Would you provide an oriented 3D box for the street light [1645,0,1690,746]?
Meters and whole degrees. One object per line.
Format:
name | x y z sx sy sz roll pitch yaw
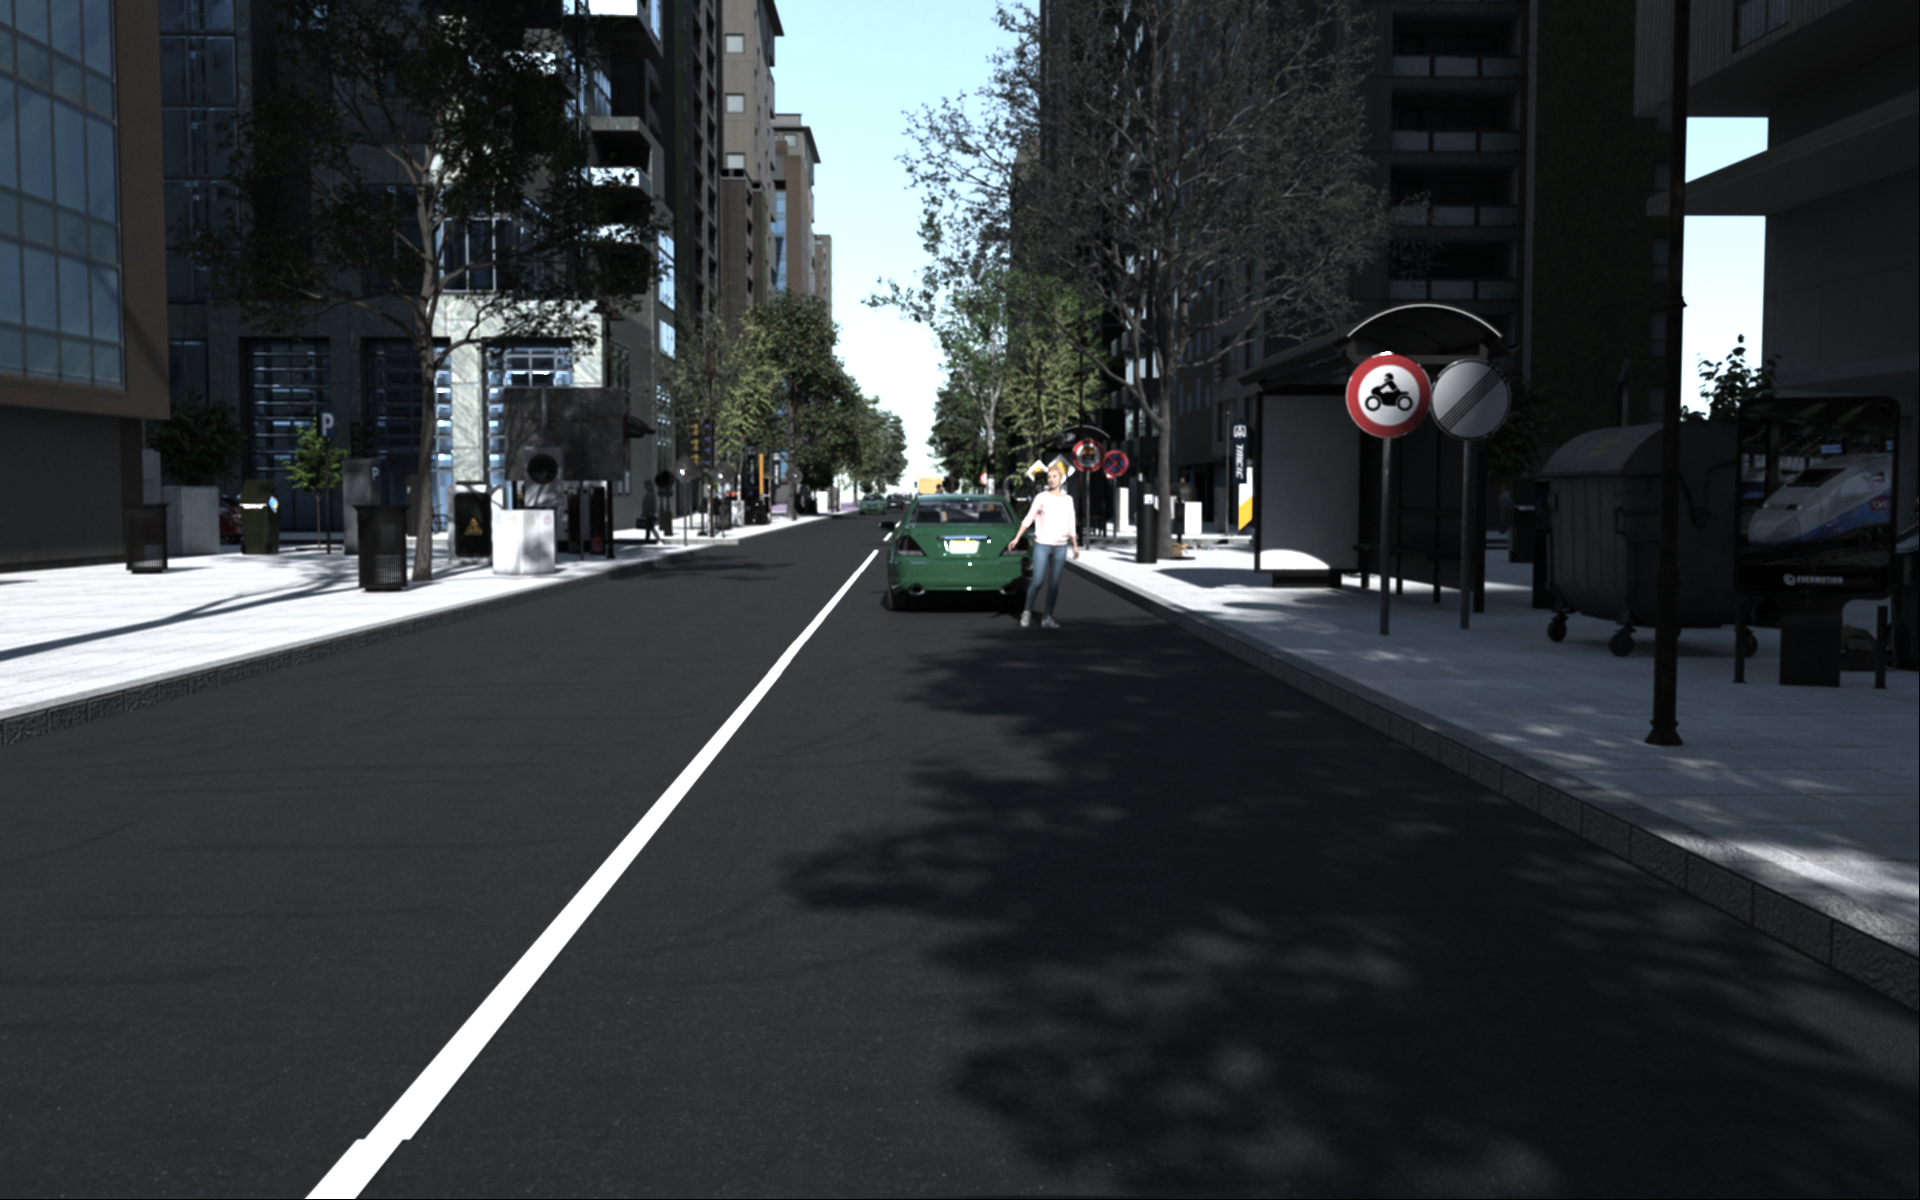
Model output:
street light | 3.621 -2.198 8.731 0.468 5.910 1.993 0 4 -1

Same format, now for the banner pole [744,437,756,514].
banner pole | -9.167 -5.226 75.464 0.863 3.779 0.401 3 5 41

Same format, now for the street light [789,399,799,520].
street light | -8.059 -6.837 84.569 0.468 5.910 1.993 0 4 -1

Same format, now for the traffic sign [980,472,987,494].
traffic sign | 1.522 -6.028 98.662 0.768 2.556 0.104 0 4 4

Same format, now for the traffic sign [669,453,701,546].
traffic sign | -6.731 -2.372 42.429 0.795 2.450 0.064 0 4 -1

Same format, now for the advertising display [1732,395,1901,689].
advertising display | 5.693 -0.388 11.554 0.974 1.923 0.123 2 4 25

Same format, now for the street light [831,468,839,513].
street light | -8.759 -8.932 118.821 0.468 5.910 1.993 0 4 -1

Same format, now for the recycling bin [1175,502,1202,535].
recycling bin | 7.190 -2.569 54.550 0.722 1.027 0.722 0 4 -3

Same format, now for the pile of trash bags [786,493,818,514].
pile of trash bags | -10.463 -6.362 113.778 1.912 1.369 3.447 -1 4 -13

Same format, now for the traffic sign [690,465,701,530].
traffic sign | -9.604 -3.773 61.801 0.768 2.556 0.104 0 4 4

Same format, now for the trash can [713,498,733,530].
trash can | -8.459 -3.071 61.871 0.748 1.137 0.748 0 3 0

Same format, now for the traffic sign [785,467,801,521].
traffic sign | -7.932 -5.028 82.309 0.768 2.556 0.104 0 4 5

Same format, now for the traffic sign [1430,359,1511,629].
traffic sign | 4.814 -0.999 16.442 0.768 2.556 0.104 0 4 0

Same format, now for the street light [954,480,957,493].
street light | -0.707 -14.893 216.280 0.468 5.910 1.993 0 4 -1

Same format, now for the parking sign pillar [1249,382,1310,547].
parking sign pillar | 7.778 -3.277 42.045 1.447 3.967 1.447 0 3 0

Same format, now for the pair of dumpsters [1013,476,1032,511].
pair of dumpsters | 3.848 -5.717 95.959 1.574 2.255 4.437 0 4 -1

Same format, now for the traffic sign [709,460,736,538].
traffic sign | -6.898 -2.861 50.412 0.795 2.450 0.064 0 4 -1

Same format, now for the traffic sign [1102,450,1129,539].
traffic sign | 4.462 -3.042 49.847 0.768 2.556 0.104 0 4 5

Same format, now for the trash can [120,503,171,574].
trash can | -13.126 -0.996 27.938 0.748 1.137 0.748 0 3 0

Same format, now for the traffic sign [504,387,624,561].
traffic sign | -7.552 -2.396 33.045 2.265 3.308 0.079 0 3 0

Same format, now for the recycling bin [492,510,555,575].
recycling bin | -6.986 -0.928 27.735 0.722 1.027 0.722 3 4 36

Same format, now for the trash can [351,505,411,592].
trash can | -7.589 -0.679 22.758 0.748 1.137 0.748 0 3 0

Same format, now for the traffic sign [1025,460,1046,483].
traffic sign | 2.295 -2.871 50.583 0.795 2.450 0.064 0 4 -1

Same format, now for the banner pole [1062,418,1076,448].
banner pole | 3.544 -4.084 56.793 0.401 3.779 0.863 -3 4 -36

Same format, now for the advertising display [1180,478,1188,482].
advertising display | 8.965 -3.928 69.443 0.123 1.923 0.974 0 4 -3

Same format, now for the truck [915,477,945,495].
truck | -3.399 -12.250 196.210 3.469 3.379 9.791 0 4 -2

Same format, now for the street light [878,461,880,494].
street light | -11.353 -16.588 244.005 0.468 5.910 1.993 0 4 -1

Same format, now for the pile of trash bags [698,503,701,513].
pile of trash bags | -15.709 -6.388 114.199 3.447 1.369 1.912 3 5 45

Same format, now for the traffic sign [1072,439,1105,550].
traffic sign | 2.950 -2.435 39.911 0.768 2.556 0.104 0 4 1

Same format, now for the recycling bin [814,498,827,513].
recycling bin | -9.356 -6.341 116.221 0.722 1.027 0.722 -1 4 -16

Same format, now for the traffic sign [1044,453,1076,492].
traffic sign | 2.461 -2.383 42.599 0.795 2.450 0.064 0 4 -1

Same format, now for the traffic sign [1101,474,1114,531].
traffic sign | 4.936 -3.695 60.420 0.884 2.594 0.081 0 4 3

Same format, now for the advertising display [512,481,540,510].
advertising display | -10.470 -2.241 41.858 0.123 1.923 0.974 1 4 23

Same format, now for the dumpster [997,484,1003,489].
dumpster | 2.872 -7.411 123.671 1.502 2.255 1.985 0 4 -1

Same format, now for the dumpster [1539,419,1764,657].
dumpster | 5.711 -0.523 14.308 1.264 1.857 1.865 0 4 -1

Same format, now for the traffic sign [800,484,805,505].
traffic sign | -10.384 -7.070 115.695 0.768 2.556 0.104 0 4 7

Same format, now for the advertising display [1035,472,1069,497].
advertising display | 2.667 -2.763 50.386 0.974 1.923 0.123 0 4 -2

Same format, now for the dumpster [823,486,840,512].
dumpster | -9.177 -7.175 123.077 1.264 1.857 1.865 0 4 -1

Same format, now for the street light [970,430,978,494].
street light | 1.121 -9.330 125.333 0.468 5.910 1.993 0 4 -1

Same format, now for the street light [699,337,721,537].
street light | -7.351 -4.794 51.163 0.468 5.910 1.993 0 4 -1

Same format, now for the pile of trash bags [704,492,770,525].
pile of trash bags | -9.006 -3.754 71.134 1.912 1.369 3.447 0 4 7

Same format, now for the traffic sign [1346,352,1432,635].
traffic sign | 3.868 -0.954 15.705 0.768 2.556 0.104 0 4 4

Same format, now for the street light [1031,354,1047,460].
street light | 2.601 -5.166 57.259 0.468 5.910 1.993 0 4 -1

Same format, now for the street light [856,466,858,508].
street light | -9.605 -11.513 161.026 0.468 5.910 1.993 0 4 -1

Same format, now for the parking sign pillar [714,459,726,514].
parking sign pillar | -14.924 -7.335 108.395 1.447 3.967 1.447 1 4 9

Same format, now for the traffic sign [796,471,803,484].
traffic sign | -8.267 -5.313 86.967 0.768 2.556 0.104 0 4 1

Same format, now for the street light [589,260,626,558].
street light | -6.983 -3.771 34.449 0.468 5.910 1.993 0 4 -1

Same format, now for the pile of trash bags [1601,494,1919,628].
pile of trash bags | 8.157 -0.449 17.087 3.447 1.369 1.912 1 4 15

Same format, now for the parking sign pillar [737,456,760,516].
parking sign pillar | -12.337 -6.898 101.261 1.447 3.967 1.447 -2 4 -32

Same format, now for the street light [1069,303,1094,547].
street light | 2.942 -4.242 42.138 0.468 5.910 1.993 0 4 -1

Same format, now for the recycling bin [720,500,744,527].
recycling bin | -8.964 -3.395 68.062 0.722 1.027 0.722 2 4 35

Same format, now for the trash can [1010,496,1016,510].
trash can | 3.102 -5.674 104.421 0.748 1.137 0.748 0 3 0

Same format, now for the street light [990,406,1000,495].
street light | 1.856 -7.245 91.242 0.468 5.910 1.993 0 4 -1

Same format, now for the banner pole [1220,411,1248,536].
banner pole | 8.309 -3.816 52.404 0.863 3.779 0.401 2 4 29

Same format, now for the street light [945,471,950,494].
street light | -2.241 -19.057 284.373 0.468 5.910 1.993 0 4 -1
